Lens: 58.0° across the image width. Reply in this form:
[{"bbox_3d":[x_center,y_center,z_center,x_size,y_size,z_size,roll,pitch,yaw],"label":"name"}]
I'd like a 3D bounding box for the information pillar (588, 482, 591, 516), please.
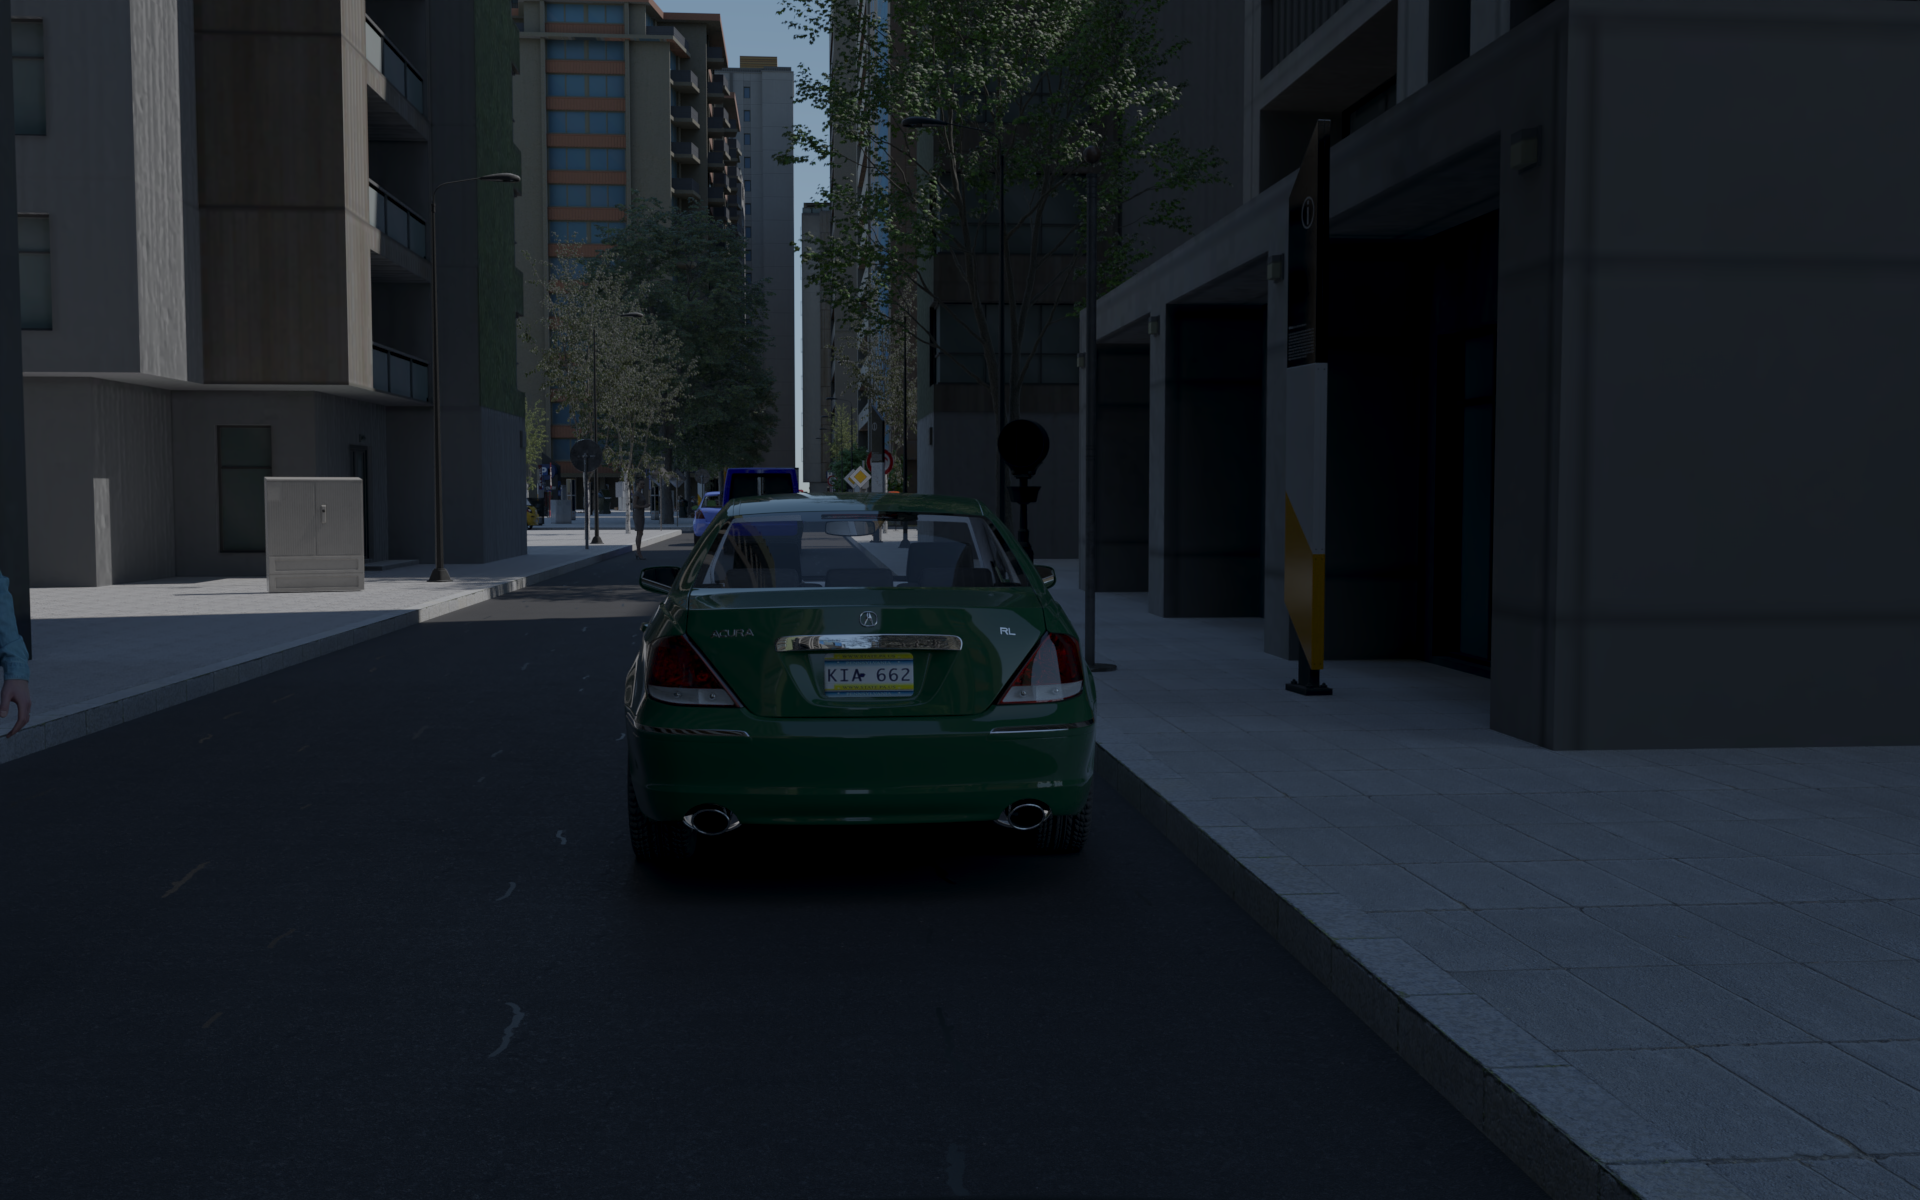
[{"bbox_3d":[-21.976,-5.979,102.255,0.304,2.012,0.304,-1,4,-13],"label":"information pillar"}]

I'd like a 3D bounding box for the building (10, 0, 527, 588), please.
[{"bbox_3d":[-15.587,-21.079,28.237,14.154,41.232,14.086,0,4,-5],"label":"building"}]

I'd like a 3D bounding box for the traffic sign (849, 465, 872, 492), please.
[{"bbox_3d":[-3.500,-3.505,60.941,0.795,2.450,0.064,0,4,-5],"label":"traffic sign"}]

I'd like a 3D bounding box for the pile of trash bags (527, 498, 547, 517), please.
[{"bbox_3d":[-24.993,-5.388,97.840,1.912,1.369,3.447,2,4,33],"label":"pile of trash bags"}]

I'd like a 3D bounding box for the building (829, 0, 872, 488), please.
[{"bbox_3d":[-0.884,-32.591,156.571,21.300,48.544,21.600,0,4,-5],"label":"building"}]

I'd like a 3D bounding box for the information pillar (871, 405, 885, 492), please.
[{"bbox_3d":[-2.165,-3.322,45.661,0.183,3.616,0.504,-3,5,-40],"label":"information pillar"}]

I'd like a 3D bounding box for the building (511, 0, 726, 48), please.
[{"bbox_3d":[-32.023,-30.651,155.775,22.147,44.769,28.867,0,4,-5],"label":"building"}]

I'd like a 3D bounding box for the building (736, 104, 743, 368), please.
[{"bbox_3d":[-34.559,-32.426,184.797,22.147,44.769,28.867,0,4,-5],"label":"building"}]

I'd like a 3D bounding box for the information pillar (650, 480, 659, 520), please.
[{"bbox_3d":[-15.011,-4.938,85.220,0.304,2.012,0.304,3,4,37],"label":"information pillar"}]

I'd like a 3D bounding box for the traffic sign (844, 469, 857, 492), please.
[{"bbox_3d":[-4.234,-3.991,68.893,0.795,2.450,0.064,0,4,-5],"label":"traffic sign"}]

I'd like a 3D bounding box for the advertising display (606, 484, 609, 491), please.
[{"bbox_3d":[-23.188,-6.649,113.930,0.123,1.923,0.974,0,4,-8],"label":"advertising display"}]

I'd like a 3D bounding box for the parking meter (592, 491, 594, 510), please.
[{"bbox_3d":[-26.572,-7.120,124.827,0.372,1.533,0.369,0,3,0],"label":"parking meter"}]

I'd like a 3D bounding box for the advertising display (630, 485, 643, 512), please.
[{"bbox_3d":[-23.636,-7.431,126.714,0.974,1.923,0.123,1,4,14],"label":"advertising display"}]

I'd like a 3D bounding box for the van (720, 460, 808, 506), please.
[{"bbox_3d":[-4.858,-2.345,42.733,2.240,2.365,5.245,0,4,-6],"label":"van"}]

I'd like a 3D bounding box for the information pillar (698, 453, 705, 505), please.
[{"bbox_3d":[-13.292,-5.975,89.041,0.504,3.616,0.183,3,5,42],"label":"information pillar"}]

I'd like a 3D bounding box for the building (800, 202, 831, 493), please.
[{"bbox_3d":[-14.579,-33.771,235.750,14.086,41.232,14.154,0,4,-5],"label":"building"}]

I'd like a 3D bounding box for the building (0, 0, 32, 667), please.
[{"bbox_3d":[-16.825,-23.047,0.516,21.300,48.544,21.600,0,4,-5],"label":"building"}]

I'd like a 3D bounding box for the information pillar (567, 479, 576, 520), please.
[{"bbox_3d":[-18.934,-4.884,84.341,0.304,2.012,0.304,2,4,30],"label":"information pillar"}]

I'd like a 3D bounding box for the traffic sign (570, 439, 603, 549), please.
[{"bbox_3d":[-8.664,-2.449,40.149,0.768,2.556,0.104,0,4,3],"label":"traffic sign"}]

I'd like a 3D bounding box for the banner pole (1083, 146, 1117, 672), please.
[{"bbox_3d":[0.976,-1.393,12.787,0.401,3.779,0.863,0,4,7],"label":"banner pole"}]

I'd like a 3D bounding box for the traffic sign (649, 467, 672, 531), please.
[{"bbox_3d":[-10.417,-3.467,60.326,0.795,2.450,0.064,0,4,-5],"label":"traffic sign"}]

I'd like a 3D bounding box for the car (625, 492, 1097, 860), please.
[{"bbox_3d":[-0.512,0.215,8.279,2.131,1.459,4.920,0,4,-5],"label":"car"}]

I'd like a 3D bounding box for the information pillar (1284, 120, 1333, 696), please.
[{"bbox_3d":[2.236,-1.211,11.154,0.183,3.616,0.504,-1,4,-11],"label":"information pillar"}]

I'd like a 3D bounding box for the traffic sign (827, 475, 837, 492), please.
[{"bbox_3d":[-8.596,-7.164,117.233,0.768,2.556,0.104,0,4,2],"label":"traffic sign"}]

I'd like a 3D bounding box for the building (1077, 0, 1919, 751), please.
[{"bbox_3d":[12.705,-35.086,11.916,20.563,71.187,20.611,0,4,-5],"label":"building"}]

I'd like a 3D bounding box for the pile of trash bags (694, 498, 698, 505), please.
[{"bbox_3d":[-18.706,-7.437,131.352,1.912,1.369,3.447,3,5,42],"label":"pile of trash bags"}]

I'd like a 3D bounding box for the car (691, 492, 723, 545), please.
[{"bbox_3d":[-6.680,-2.428,49.290,1.945,1.707,3.694,0,4,-6],"label":"car"}]

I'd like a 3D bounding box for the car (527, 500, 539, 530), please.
[{"bbox_3d":[-17.870,-3.350,65.003,3.980,1.641,2.015,0,4,-4],"label":"car"}]

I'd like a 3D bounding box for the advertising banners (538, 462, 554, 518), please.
[{"bbox_3d":[-24.988,-6.625,104.508,0.090,3.025,2.074,1,4,12],"label":"advertising banners"}]

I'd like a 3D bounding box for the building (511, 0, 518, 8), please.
[{"bbox_3d":[-60.976,-48.598,232.828,20.611,71.187,20.563,0,4,-5],"label":"building"}]

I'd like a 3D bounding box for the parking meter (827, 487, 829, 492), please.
[{"bbox_3d":[-10.171,-7.867,134.333,0.255,1.863,0.399,-1,4,-9],"label":"parking meter"}]

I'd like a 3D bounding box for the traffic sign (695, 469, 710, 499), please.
[{"bbox_3d":[-13.034,-5.353,87.627,0.768,2.556,0.104,0,4,0],"label":"traffic sign"}]

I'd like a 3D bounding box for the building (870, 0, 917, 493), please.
[{"bbox_3d":[2.339,-27.131,93.699,14.600,45.320,14.200,0,4,-5],"label":"building"}]

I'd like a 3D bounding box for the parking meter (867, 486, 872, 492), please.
[{"bbox_3d":[-2.743,-2.816,54.460,0.372,1.533,0.369,0,3,0],"label":"parking meter"}]

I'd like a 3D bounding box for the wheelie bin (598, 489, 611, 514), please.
[{"bbox_3d":[-22.785,-6.292,110.777,0.693,1.594,0.980,3,4,37],"label":"wheelie bin"}]

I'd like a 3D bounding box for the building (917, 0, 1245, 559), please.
[{"bbox_3d":[5.846,-16.442,40.526,14.160,30.474,14.107,0,4,-5],"label":"building"}]

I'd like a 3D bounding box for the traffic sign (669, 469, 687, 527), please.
[{"bbox_3d":[-11.151,-3.953,68.277,0.795,2.450,0.064,0,4,-5],"label":"traffic sign"}]

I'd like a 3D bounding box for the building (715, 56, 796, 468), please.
[{"bbox_3d":[-36.596,-42.432,235.765,28.212,58.520,21.231,0,4,-5],"label":"building"}]

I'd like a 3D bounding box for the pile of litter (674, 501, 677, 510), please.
[{"bbox_3d":[-22.804,-7.719,140.162,1.719,0.858,1.176,0,4,4],"label":"pile of litter"}]

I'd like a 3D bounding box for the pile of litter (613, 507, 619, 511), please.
[{"bbox_3d":[-26.527,-7.410,135.119,1.176,0.858,1.719,2,4,34],"label":"pile of litter"}]

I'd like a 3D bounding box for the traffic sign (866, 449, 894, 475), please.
[{"bbox_3d":[-2.216,-2.936,48.110,0.768,2.556,0.104,0,4,-1],"label":"traffic sign"}]

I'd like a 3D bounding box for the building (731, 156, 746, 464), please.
[{"bbox_3d":[-32.966,-32.158,209.384,14.086,41.232,14.154,0,4,-5],"label":"building"}]

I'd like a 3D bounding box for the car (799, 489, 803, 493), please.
[{"bbox_3d":[-12.921,-7.718,134.864,2.281,1.827,5.304,0,4,-6],"label":"car"}]

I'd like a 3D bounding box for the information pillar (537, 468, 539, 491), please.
[{"bbox_3d":[-33.401,-8.952,137.724,0.504,3.616,0.183,2,4,35],"label":"information pillar"}]
